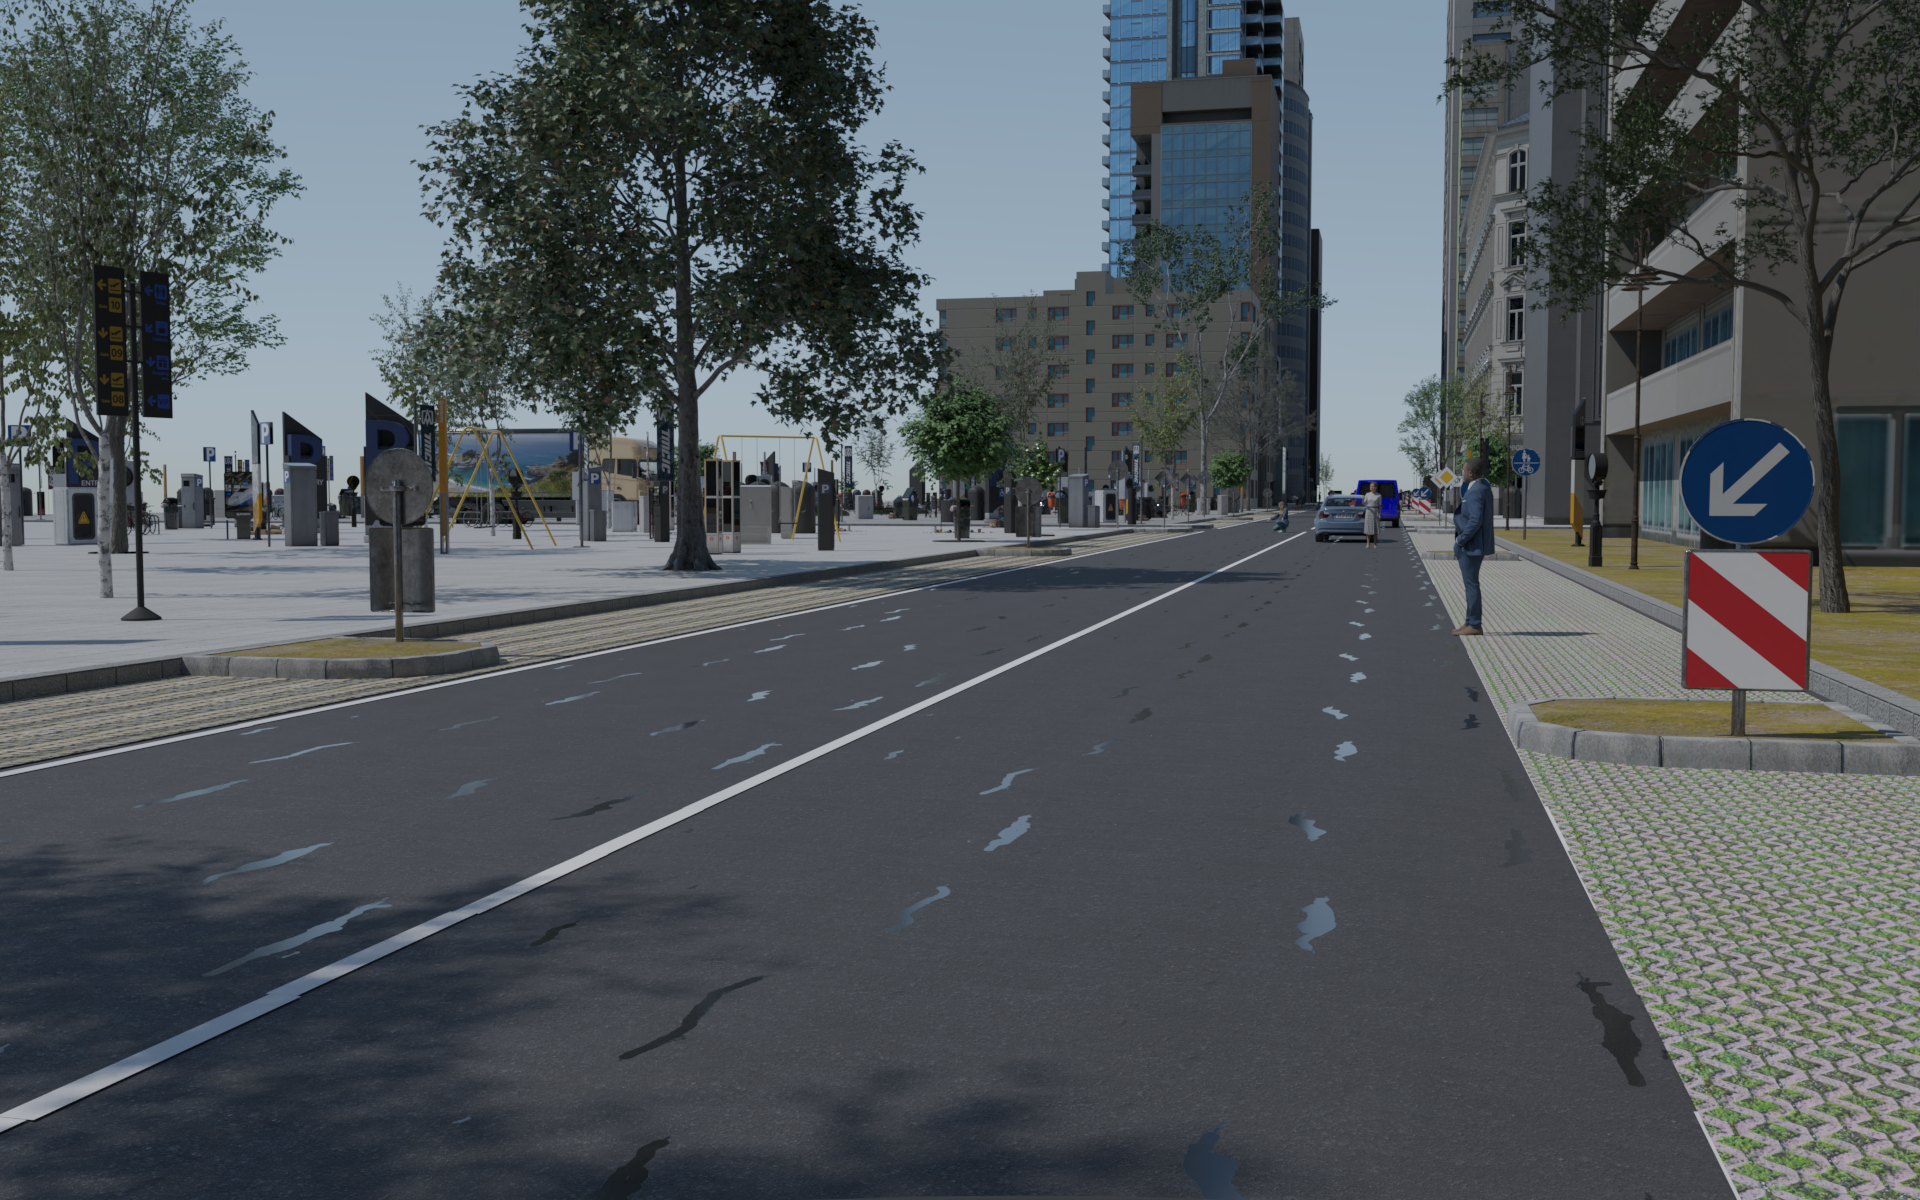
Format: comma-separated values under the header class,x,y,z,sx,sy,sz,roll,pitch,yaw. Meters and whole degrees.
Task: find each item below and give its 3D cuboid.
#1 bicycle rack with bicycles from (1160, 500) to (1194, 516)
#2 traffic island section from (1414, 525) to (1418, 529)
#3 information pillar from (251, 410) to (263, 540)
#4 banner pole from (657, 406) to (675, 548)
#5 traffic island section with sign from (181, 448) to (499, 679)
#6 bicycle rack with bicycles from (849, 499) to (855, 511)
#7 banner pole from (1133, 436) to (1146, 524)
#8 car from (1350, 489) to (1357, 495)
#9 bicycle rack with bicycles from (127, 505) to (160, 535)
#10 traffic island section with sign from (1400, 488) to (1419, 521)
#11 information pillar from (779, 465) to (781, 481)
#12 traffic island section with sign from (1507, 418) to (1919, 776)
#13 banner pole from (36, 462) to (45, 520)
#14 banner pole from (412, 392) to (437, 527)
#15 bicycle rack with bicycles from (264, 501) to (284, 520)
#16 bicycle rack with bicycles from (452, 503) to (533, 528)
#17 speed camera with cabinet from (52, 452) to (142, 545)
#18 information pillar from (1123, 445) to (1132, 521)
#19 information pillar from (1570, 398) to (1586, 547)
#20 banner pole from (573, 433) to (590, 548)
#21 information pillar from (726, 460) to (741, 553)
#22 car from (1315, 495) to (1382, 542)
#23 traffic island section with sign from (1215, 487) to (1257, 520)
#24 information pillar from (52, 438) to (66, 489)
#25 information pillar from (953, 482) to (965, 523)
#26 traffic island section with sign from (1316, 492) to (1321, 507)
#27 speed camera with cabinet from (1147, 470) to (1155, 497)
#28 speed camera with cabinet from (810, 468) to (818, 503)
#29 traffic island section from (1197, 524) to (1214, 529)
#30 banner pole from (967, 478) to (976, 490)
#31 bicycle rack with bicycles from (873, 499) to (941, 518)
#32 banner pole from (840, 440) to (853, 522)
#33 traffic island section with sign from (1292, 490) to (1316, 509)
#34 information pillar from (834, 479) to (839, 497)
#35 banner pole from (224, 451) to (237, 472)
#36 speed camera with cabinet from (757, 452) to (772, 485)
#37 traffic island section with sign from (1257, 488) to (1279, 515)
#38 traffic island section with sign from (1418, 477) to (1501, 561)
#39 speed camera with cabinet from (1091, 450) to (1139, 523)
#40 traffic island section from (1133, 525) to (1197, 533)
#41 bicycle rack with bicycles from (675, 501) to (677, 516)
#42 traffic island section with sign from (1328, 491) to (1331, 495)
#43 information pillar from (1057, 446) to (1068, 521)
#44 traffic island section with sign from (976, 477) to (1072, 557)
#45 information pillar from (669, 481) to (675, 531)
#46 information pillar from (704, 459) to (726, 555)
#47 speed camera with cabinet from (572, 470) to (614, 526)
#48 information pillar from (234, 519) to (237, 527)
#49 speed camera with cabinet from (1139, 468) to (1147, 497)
class,x,y,z,sx,sy,sz,roll,pitch,yaw
bicycle rack with bicycles,12.250,-5.456,102.580,2.925,0.926,2.852,1,4,16
traffic island section,19.536,-2.948,70.475,2.009,0.180,2.903,1,4,14
information pillar,-19.534,-3.470,48.090,0.183,3.616,0.504,-3,5,-41
banner pole,-6.763,-3.099,40.682,0.863,3.779,0.401,-3,4,-36
traffic island section with sign,-4.940,-0.346,14.283,1.989,1.847,2.006,1,4,14
bicycle rack with bicycles,-6.279,-6.519,119.965,2.852,0.926,2.925,2,4,28
banner pole,7.668,-5.166,74.476,0.401,3.779,0.863,-2,4,-31
car,28.402,-6.888,121.294,2.281,1.827,5.304,1,4,16
bicycle rack with bicycles,-26.397,-2.521,54.596,2.852,0.926,2.925,1,4,13
traffic island section with sign,24.408,-5.066,91.462,1.989,1.847,2.006,1,4,14
information pillar,-14.668,-9.085,139.894,0.504,3.616,0.183,1,4,20
traffic island section with sign,4.198,-0.075,9.856,1.989,1.847,2.006,1,4,14
banner pole,-45.837,-5.892,86.346,0.401,3.779,0.863,-1,4,-18
banner pole,-13.200,-3.217,42.616,0.401,3.779,0.863,2,4,31
bicycle rack with bicycles,-33.991,-4.454,86.206,2.852,0.926,2.925,-3,5,-41
bicycle rack with bicycles,-18.223,-3.256,66.612,2.925,0.926,2.852,3,5,39
speed camera with cabinet,-22.196,-3.063,44.414,0.660,3.252,2.038,2,4,25
information pillar,8.084,-5.626,83.332,0.183,3.616,0.504,-2,4,-32
information pillar,15.055,-3.109,42.181,0.504,3.616,0.183,-3,5,-42
banner pole,-8.960,-3.135,41.274,0.401,3.779,0.863,-2,4,-31
information pillar,-4.954,-2.020,37.521,0.304,2.012,0.304,2,4,28
car,11.808,-2.495,52.801,2.014,1.417,4.499,1,4,16
traffic island section with sign,15.046,-5.278,94.918,1.989,1.847,2.006,1,4,14
information pillar,-36.906,-4.872,71.006,0.504,3.616,0.183,0,4,-5
information pillar,-0.053,-5.155,75.631,0.504,3.616,0.183,0,4,-7
traffic island section with sign,40.072,-11.452,195.872,1.989,1.847,2.006,1,4,14
speed camera with cabinet,14.634,-8.871,139.382,2.038,3.252,0.660,-1,4,-18
speed camera with cabinet,-11.451,-8.287,129.822,2.038,3.252,0.660,-2,4,-27
traffic island section,9.596,-3.098,72.934,2.009,0.180,2.903,1,4,14
banner pole,0.787,-8.356,126.640,0.863,3.779,0.401,0,4,7
bicycle rack with bicycles,-3.243,-5.494,103.204,2.852,0.926,2.925,-2,4,-28
banner pole,-5.196,-5.427,78.752,0.863,3.779,0.401,3,4,36
traffic island section with sign,33.577,-9.852,169.708,1.989,1.847,2.006,1,4,14
information pillar,-6.093,-4.879,84.267,0.304,2.012,0.304,1,4,19
banner pole,-42.015,-6.724,99.953,0.863,3.779,0.401,-2,4,-35
speed camera with cabinet,-9.835,-5.305,81.067,2.038,3.252,0.660,0,4,-3
traffic island section with sign,21.593,-6.894,121.336,1.989,1.847,2.006,1,4,14
traffic island section with sign,11.150,-1.793,37.948,1.989,1.847,2.006,1,4,14
speed camera with cabinet,6.988,-5.118,78.008,2.038,3.252,0.660,-3,5,-41
traffic island section,7.675,-2.624,65.183,2.009,0.180,2.903,1,4,14
bicycle rack with bicycles,-15.740,-5.396,101.604,2.925,0.926,2.852,3,5,45
traffic island section with sign,60.005,-16.376,276.367,1.989,1.847,2.006,1,4,14
information pillar,4.962,-5.644,83.628,0.504,3.616,0.183,0,4,7
traffic island section with sign,1.555,-1.946,40.447,1.989,1.847,2.006,1,4,14
information pillar,-10.247,-3.453,60.944,0.304,2.012,0.304,1,4,19
information pillar,-5.207,-1.964,36.606,0.304,2.012,0.304,1,4,10
speed camera with cabinet,-14.481,-4.528,68.362,0.660,3.252,2.038,2,4,23
information pillar,-27.787,-3.806,66.725,0.304,2.012,0.304,-1,4,-9
speed camera with cabinet,12.868,-8.335,130.614,2.038,3.252,0.660,2,4,33
